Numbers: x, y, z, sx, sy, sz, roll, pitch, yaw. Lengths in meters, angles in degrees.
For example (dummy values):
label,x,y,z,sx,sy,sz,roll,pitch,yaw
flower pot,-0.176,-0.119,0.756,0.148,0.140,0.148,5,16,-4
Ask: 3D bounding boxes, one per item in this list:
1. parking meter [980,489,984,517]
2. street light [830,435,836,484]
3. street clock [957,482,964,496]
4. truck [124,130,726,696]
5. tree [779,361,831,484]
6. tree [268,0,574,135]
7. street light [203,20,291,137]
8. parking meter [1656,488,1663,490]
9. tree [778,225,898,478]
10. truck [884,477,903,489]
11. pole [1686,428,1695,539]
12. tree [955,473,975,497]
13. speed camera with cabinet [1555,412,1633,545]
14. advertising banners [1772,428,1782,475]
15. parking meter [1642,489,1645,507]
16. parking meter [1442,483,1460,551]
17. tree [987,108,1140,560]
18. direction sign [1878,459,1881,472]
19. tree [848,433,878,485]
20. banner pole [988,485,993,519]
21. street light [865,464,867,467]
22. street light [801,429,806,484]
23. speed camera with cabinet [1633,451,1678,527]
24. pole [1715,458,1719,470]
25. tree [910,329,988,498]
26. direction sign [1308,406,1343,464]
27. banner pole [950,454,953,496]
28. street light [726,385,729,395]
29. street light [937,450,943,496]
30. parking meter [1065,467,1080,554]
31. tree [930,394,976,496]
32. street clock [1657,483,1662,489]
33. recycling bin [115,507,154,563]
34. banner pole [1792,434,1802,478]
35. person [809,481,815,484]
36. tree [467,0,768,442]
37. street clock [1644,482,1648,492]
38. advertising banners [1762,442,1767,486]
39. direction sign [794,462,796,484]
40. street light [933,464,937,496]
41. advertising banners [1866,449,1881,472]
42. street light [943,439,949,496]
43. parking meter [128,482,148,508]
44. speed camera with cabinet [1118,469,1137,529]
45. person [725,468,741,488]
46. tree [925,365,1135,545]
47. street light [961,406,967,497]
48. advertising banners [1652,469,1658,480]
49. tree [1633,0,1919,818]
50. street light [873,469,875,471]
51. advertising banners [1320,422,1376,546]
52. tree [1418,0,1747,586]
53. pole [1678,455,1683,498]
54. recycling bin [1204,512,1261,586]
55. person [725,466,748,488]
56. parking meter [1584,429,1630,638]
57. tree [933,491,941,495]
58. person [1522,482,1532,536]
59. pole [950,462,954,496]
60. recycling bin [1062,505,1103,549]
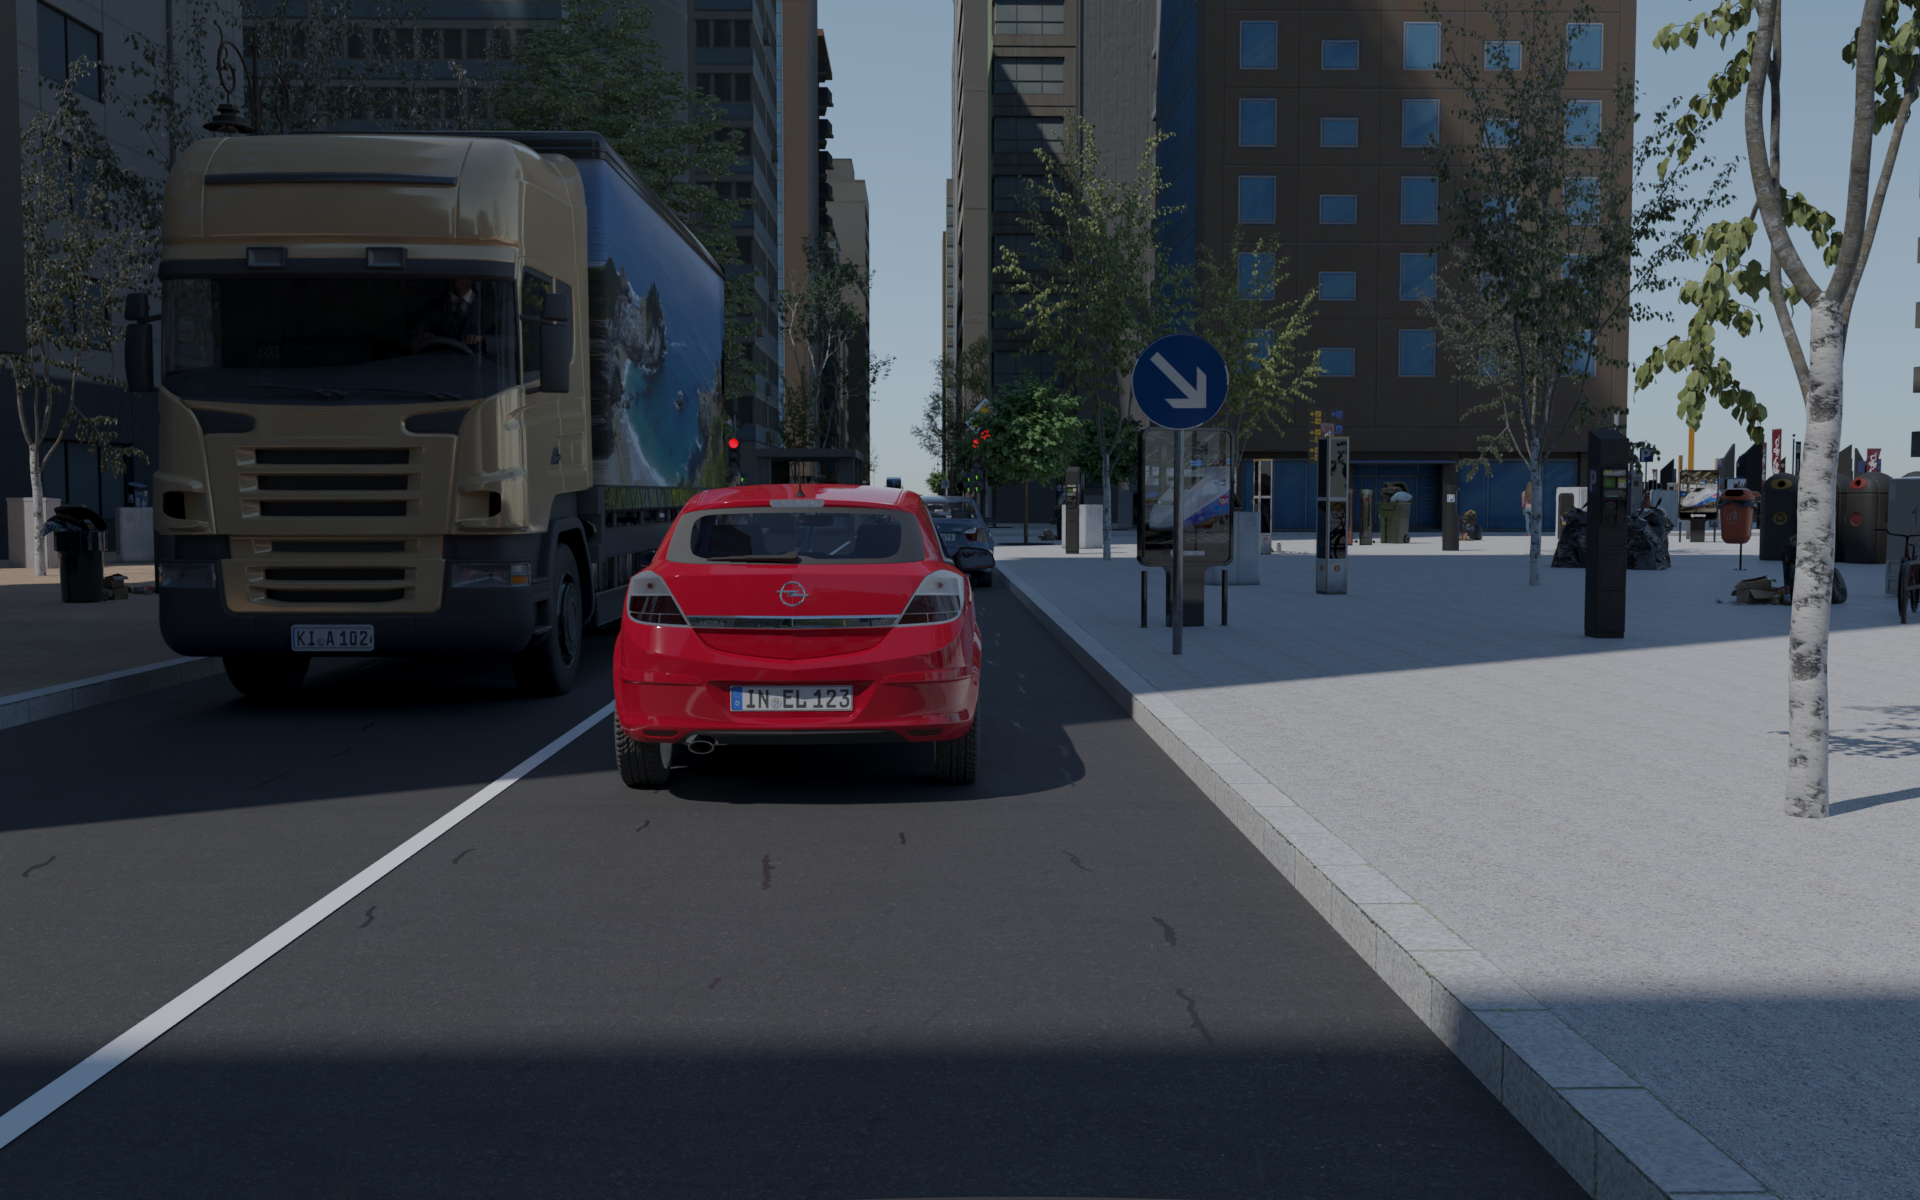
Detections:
label,x,y,z,sx,sy,sz,roll,pitch,yaw
parking meter,1.262,-5.048,90.946,0.372,1.533,0.369,0,3,0
street light,-9.950,-9.991,136.136,0.468,5.910,1.993,0,4,-1
street clock,0.040,-6.237,106.552,0.471,2.002,0.358,0,4,6
truck,-4.008,-1.638,15.701,2.839,4.237,11.283,0,4,-1
tree,-9.207,-8.944,96.595,4.737,8.622,4.395,0,3,0
tree,-7.533,-4.695,27.129,4.360,8.622,3.978,0,3,0
street light,-7.083,-2.738,17.560,0.468,5.910,1.993,0,4,-1
parking meter,29.327,-3.940,72.836,0.372,1.533,0.369,0,3,0
tree,-10.956,-16.433,124.575,12.611,20.169,13.585,0,3,0
truck,-10.678,-17.804,280.851,2.967,4.110,18.799,0,4,-2
pole,20.714,-3.380,49.104,0.158,3.312,0.155,0,3,0
tree,0.116,-8.651,136.044,1.663,3.219,1.824,0,3,0
speed camera with cabinet,15.199,-2.899,41.730,0.660,3.252,2.038,-1,4,-15
advertising banners,21.866,-3.024,45.627,0.090,3.025,2.074,0,4,-1
parking meter,33.912,-4.762,86.271,0.372,1.533,0.369,0,3,0
parking meter,11.091,-1.878,39.108,0.372,1.533,0.369,0,3,0
tree,2.742,-5.056,33.034,4.737,8.622,4.395,0,3,0
direction sign,58.642,-7.294,111.251,0.876,3.537,0.379,2,4,35
tree,-11.839,-15.811,208.866,4.360,8.622,3.978,0,3,0
banner pole,1.267,-4.966,71.207,0.401,3.779,0.863,-1,4,-16
street light,-11.853,-15.030,218.534,0.468,5.910,1.993,0,4,-1
street light,-9.082,-7.807,100.429,0.468,5.910,1.993,0,4,-1
speed camera with cabinet,27.328,-4.542,68.596,2.038,3.252,0.660,1,4,15
pole,43.029,-6.402,98.516,0.158,3.312,0.155,0,3,0
tree,0.783,-9.974,97.482,7.601,10.594,8.767,-1,4,-10
direction sign,9.459,-3.232,44.847,0.876,3.537,0.379,0,4,3
banner pole,-0.520,-7.237,108.347,0.401,3.779,0.863,0,4,6
street light,-8.010,-5.251,58.642,0.468,5.910,1.993,0,4,-1
street light,-1.719,-11.911,167.535,0.468,5.910,1.993,0,4,-1
parking meter,2.410,-1.920,37.099,0.255,1.863,0.399,1,4,12
tree,-0.180,-10.672,124.846,4.360,8.622,3.978,0,3,0
street clock,44.631,-6.496,110.772,0.358,2.002,0.471,-3,5,-44
recycling bin,-15.486,-1.229,32.655,0.722,1.027,0.722,-2,4,-32
banner pole,34.827,-5.026,72.195,0.863,3.779,0.401,-3,4,-37
person,-3.674,-1.942,40.924,0.598,1.740,0.731,2,4,28
tree,-8.413,-7.441,39.782,7.486,12.596,7.792,0,3,0
street clock,39.687,-5.851,100.226,0.358,2.002,0.471,1,4,9
advertising banners,27.546,-3.836,58.904,0.090,3.025,2.074,3,5,40
direction sign,-8.396,-5.889,88.281,0.379,3.537,0.876,-1,4,-11
street light,-2.677,-14.468,209.336,0.468,5.910,1.993,0,4,-1
advertising banners,34.009,-4.274,66.069,2.074,3.025,0.090,0,4,8
street light,-0.896,-9.822,133.377,0.468,5.910,1.993,0,4,-1
parking meter,-17.207,-1.705,36.280,0.372,1.533,0.369,0,3,0
speed camera with cabinet,6.511,-4.330,65.129,0.660,3.252,2.038,1,4,23
person,-2.967,-0.881,23.252,0.599,1.781,0.374,0,4,4
tree,1.758,-3.677,43.841,4.285,4.588,4.351,0,3,0
street light,0.245,-7.225,90.909,0.468,5.910,1.993,0,4,-1
advertising banners,49.023,-7.621,120.792,2.074,3.025,0.090,-1,4,-21
tree,3.609,-3.448,6.741,4.737,8.622,4.395,0,3,0
street light,-12.936,-17.583,260.267,0.468,5.910,1.993,0,4,-1
advertising banners,9.600,-2.858,42.917,2.074,3.025,0.090,-3,4,-37
tree,8.105,-4.491,23.796,4.360,8.622,3.978,0,3,0
pole,37.694,-5.922,90.675,0.158,3.312,0.155,0,3,0
recycling bin,3.814,-0.740,24.652,0.722,1.027,0.722,-1,4,-14
person,-3.734,-1.294,29.022,0.648,1.900,0.474,-3,5,-42
parking meter,5.776,-0.597,15.469,0.255,1.863,0.399,0,4,1
tree,-3.280,-15.088,241.293,1.663,3.219,1.824,0,3,0
person,17.804,-2.782,53.996,0.555,1.821,0.388,2,4,32
pole,-0.506,-7.201,111.575,0.158,3.312,0.155,0,3,0
recycling bin,2.887,-1.730,40.843,0.722,1.027,0.722,3,5,40
